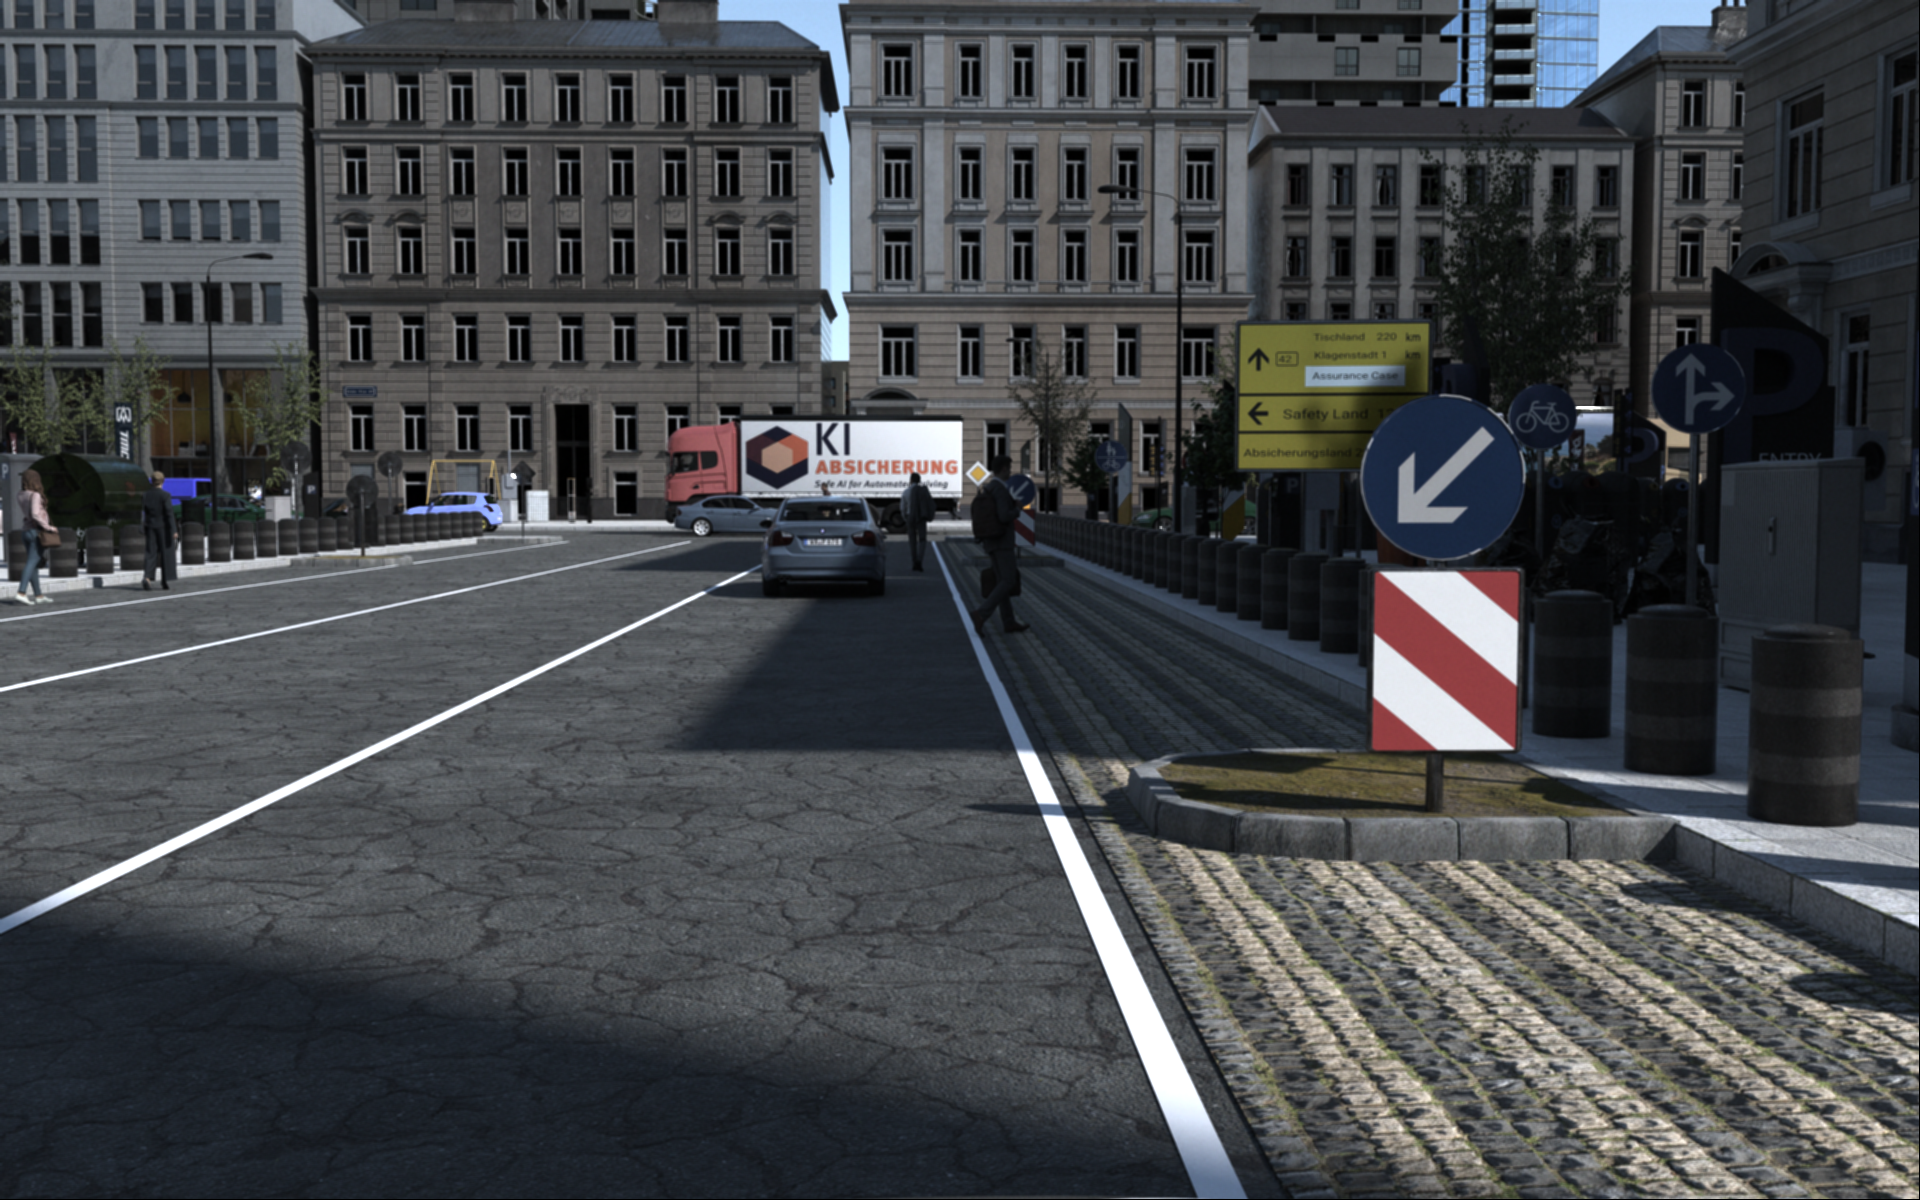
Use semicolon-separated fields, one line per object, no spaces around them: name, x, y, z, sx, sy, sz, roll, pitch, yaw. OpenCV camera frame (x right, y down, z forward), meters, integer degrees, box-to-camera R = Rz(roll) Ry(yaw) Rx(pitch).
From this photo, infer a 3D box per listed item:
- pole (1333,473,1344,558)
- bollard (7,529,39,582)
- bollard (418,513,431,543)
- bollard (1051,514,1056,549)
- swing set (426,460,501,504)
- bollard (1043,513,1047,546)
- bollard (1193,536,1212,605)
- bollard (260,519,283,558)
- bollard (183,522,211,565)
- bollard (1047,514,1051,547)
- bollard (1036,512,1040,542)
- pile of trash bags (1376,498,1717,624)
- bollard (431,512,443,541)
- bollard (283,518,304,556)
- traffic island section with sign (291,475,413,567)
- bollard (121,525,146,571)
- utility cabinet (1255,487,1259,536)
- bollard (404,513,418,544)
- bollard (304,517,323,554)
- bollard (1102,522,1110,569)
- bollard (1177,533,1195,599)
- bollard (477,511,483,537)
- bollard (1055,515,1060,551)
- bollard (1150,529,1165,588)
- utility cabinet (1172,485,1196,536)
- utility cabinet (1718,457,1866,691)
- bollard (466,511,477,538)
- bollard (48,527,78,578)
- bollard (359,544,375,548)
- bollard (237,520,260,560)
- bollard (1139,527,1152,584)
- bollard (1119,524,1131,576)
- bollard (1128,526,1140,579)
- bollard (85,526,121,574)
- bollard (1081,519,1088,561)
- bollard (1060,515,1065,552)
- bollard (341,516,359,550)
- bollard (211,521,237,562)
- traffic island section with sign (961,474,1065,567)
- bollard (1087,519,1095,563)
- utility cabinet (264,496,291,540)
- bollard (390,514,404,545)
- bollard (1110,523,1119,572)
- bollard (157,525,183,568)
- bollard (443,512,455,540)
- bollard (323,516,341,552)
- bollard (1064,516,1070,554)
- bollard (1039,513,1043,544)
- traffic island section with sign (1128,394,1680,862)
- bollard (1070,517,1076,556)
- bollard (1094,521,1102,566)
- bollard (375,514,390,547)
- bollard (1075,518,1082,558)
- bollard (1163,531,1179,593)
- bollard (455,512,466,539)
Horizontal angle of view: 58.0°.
pole;7.410;-2.451;33.914;0.158;3.312;0.155;0;3;0
bollard;-13.796;-0.659;25.494;0.404;0.777;0.398;0;3;0
bollard;-14.362;-1.910;45.939;0.404;0.777;0.398;0;3;0
bollard;2.405;-1.583;40.602;0.404;0.777;0.398;0;3;0
swing set;-23.172;-5.068;80.481;3.119;2.851;2.862;0;4;2
bollard;2.335;-1.730;43.004;0.404;0.777;0.398;0;3;0
bollard;2.971;-0.330;20.109;0.404;0.777;0.398;0;3;0
bollard;-14.061;-1.247;35.108;0.404;0.777;0.398;0;3;0
bollard;-13.959;-1.026;31.500;0.404;0.777;0.398;0;3;0
bollard;2.369;-1.657;41.803;0.404;0.777;0.398;0;3;0
bollard;2.268;-1.879;45.433;0.404;0.777;0.398;0;3;0
pile of trash bags;5.771;-0.478;17.574;3.447;1.369;1.912;-1;4;-15
bollard;-14.390;-1.983;47.140;0.404;0.777;0.398;0;3;0
bollard;-14.096;-1.321;36.309;0.404;0.777;0.398;0;3;0
traffic island section with sign;-12.191;-1.611;34.968;1.989;1.847;2.006;0;4;-2
bollard;-13.897;-0.880;29.097;0.404;0.777;0.398;0;3;0
utility cabinet;9.390;-2.615;51.431;1.173;1.500;0.318;2;4;28
bollard;-14.328;-1.836;44.738;0.404;0.777;0.398;0;3;0
bollard;-14.126;-1.394;37.513;0.404;0.777;0.398;0;3;0
bollard;2.701;-0.920;29.762;0.404;0.777;0.398;0;3;0
bollard;2.934;-0.404;21.322;0.404;0.777;0.398;0;3;0
bollard;-14.533;-2.280;51.991;0.404;0.777;0.398;0;3;0
bollard;2.436;-1.510;39.400;0.404;0.777;0.398;0;3;0
bollard;2.868;-0.551;23.734;0.404;0.777;0.398;0;3;0
utility cabinet;5.522;-2.072;42.554;0.318;1.500;1.173;1;4;22
utility cabinet;5.211;-0.139;10.949;0.318;1.500;1.173;0;4;-3
bollard;-14.496;-2.206;50.789;0.404;0.777;0.398;0;3;0
bollard;-13.829;-0.733;26.695;0.404;0.777;0.398;0;3;0
bollard;-14.229;-1.616;41.134;0.404;0.777;0.398;0;3;0
bollard;-14.031;-1.174;33.906;0.404;0.777;0.398;0;3;0
bollard;2.836;-0.625;24.935;0.404;0.777;0.398;0;3;0
bollard;2.768;-0.772;27.346;0.404;0.777;0.398;0;3;0
bollard;2.803;-0.699;26.137;0.404;0.777;0.398;0;3;0
bollard;-13.859;-0.806;27.896;0.404;0.777;0.398;0;3;0
bollard;2.605;-1.141;33.378;0.404;0.777;0.398;0;3;0
bollard;2.469;-1.436;38.199;0.404;0.777;0.398;0;3;0
bollard;-14.195;-1.542;39.933;0.404;0.777;0.398;0;3;0
bollard;-13.993;-1.100;32.705;0.404;0.777;0.398;0;3;0
traffic island section with sign;1.032;-1.599;34.775;1.989;1.847;2.006;0;4;-2
bollard;2.634;-1.068;32.175;0.404;0.777;0.398;0;3;0
utility cabinet;-19.119;-2.287;48.562;0.306;1.237;1.020;0;4;4
bollard;-14.296;-1.763;43.537;0.404;0.777;0.398;0;3;0
bollard;2.732;-0.846;28.555;0.404;0.777;0.398;0;3;0
bollard;-13.930;-0.953;30.298;0.404;0.777;0.398;0;3;0
bollard;-14.427;-2.058;48.360;0.404;0.777;0.398;0;3;0
bollard;-14.163;-1.468;38.720;0.404;0.777;0.398;0;3;0
bollard;2.500;-1.363;36.998;0.404;0.777;0.398;0;3;0
bollard;2.303;-1.804;44.220;0.404;0.777;0.398;0;3;0
traffic island section with sign;1.792;0.059;7.657;1.989;1.847;2.006;0;4;-2
bollard;2.535;-1.289;35.795;0.404;0.777;0.398;0;3;0
bollard;2.667;-0.994;30.963;0.404;0.777;0.398;0;3;0
bollard;-14.259;-1.689;42.336;0.404;0.777;0.398;0;3;0
bollard;2.570;-1.215;34.588;0.404;0.777;0.398;0;3;0
bollard;2.902;-0.477;22.523;0.404;0.777;0.398;0;3;0
bollard;-14.465;-2.132;49.572;0.404;0.777;0.398;0;3;0
